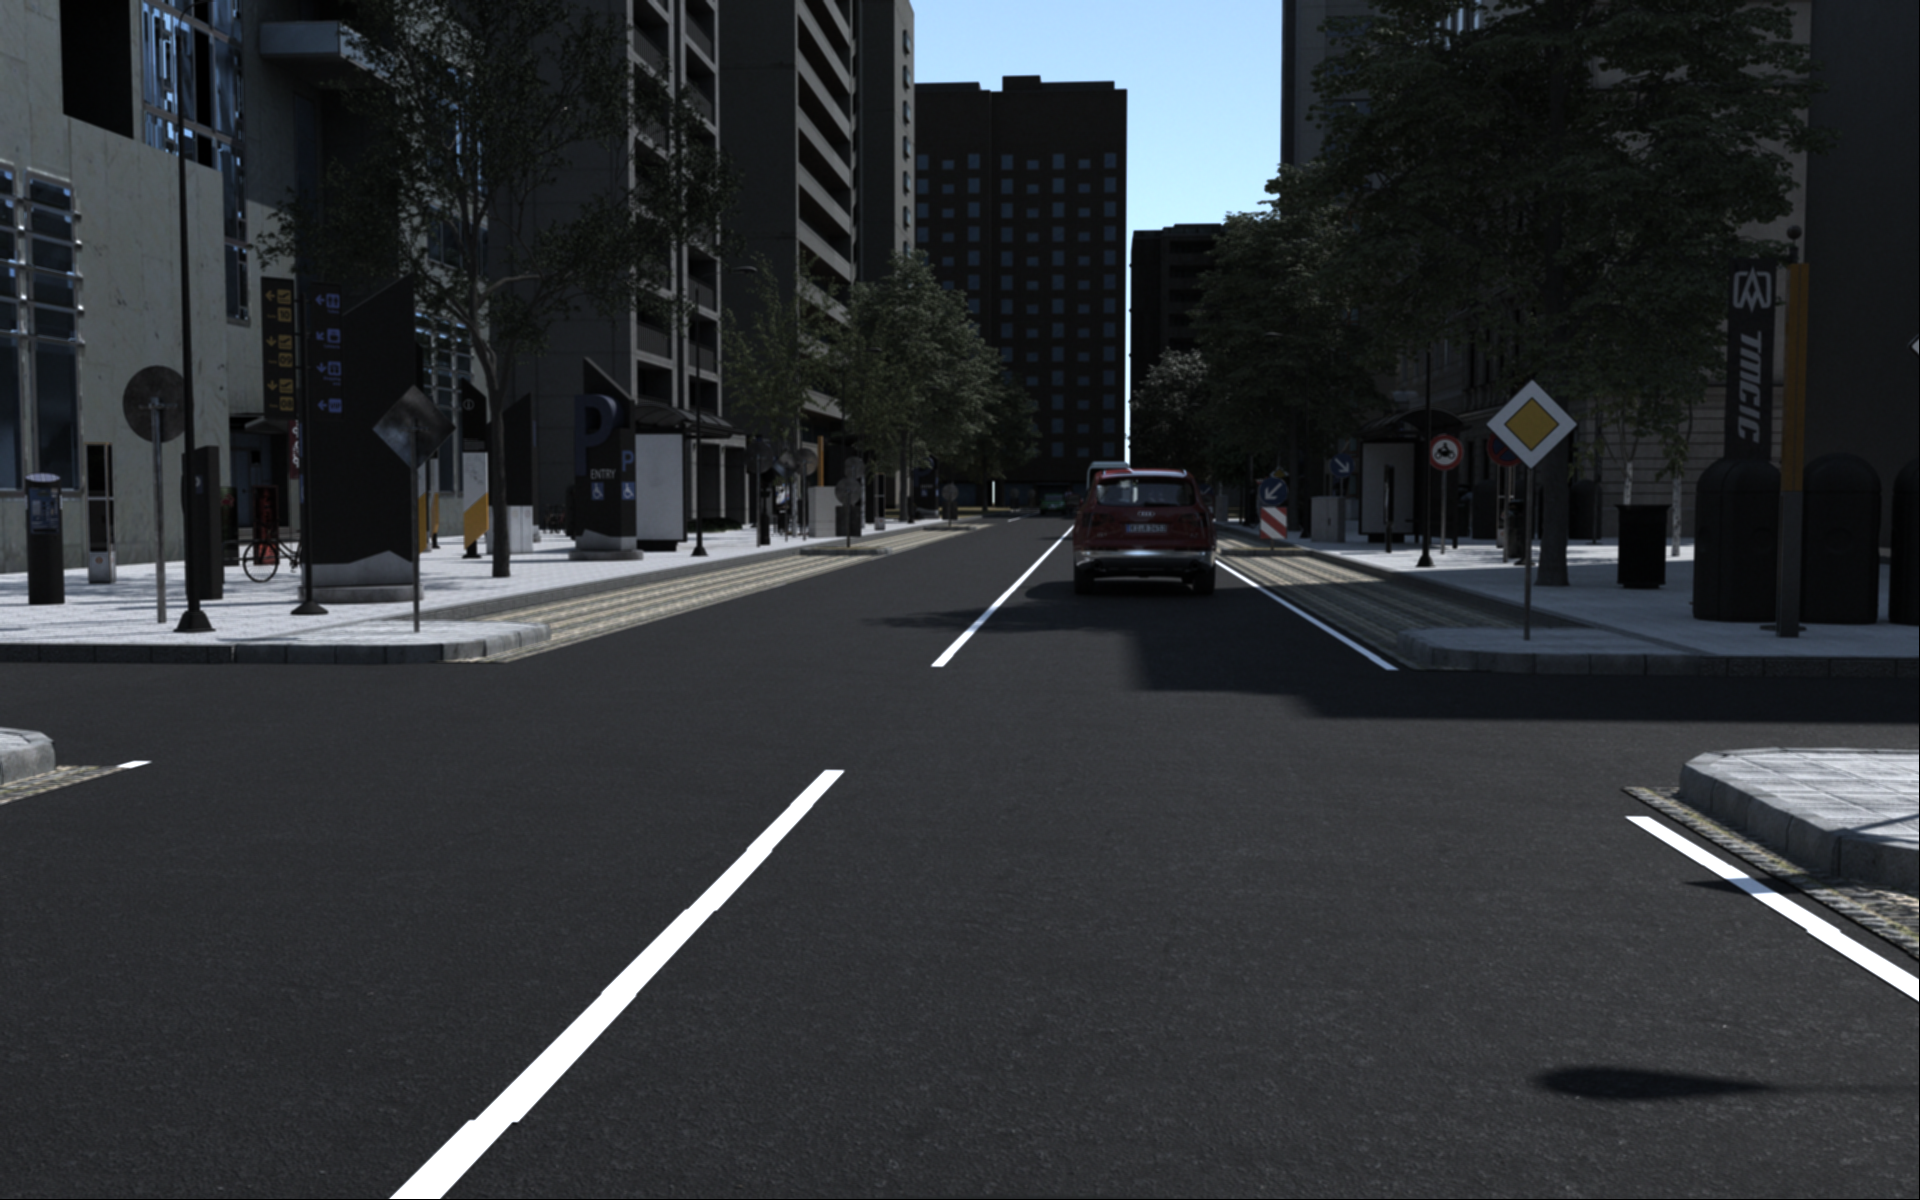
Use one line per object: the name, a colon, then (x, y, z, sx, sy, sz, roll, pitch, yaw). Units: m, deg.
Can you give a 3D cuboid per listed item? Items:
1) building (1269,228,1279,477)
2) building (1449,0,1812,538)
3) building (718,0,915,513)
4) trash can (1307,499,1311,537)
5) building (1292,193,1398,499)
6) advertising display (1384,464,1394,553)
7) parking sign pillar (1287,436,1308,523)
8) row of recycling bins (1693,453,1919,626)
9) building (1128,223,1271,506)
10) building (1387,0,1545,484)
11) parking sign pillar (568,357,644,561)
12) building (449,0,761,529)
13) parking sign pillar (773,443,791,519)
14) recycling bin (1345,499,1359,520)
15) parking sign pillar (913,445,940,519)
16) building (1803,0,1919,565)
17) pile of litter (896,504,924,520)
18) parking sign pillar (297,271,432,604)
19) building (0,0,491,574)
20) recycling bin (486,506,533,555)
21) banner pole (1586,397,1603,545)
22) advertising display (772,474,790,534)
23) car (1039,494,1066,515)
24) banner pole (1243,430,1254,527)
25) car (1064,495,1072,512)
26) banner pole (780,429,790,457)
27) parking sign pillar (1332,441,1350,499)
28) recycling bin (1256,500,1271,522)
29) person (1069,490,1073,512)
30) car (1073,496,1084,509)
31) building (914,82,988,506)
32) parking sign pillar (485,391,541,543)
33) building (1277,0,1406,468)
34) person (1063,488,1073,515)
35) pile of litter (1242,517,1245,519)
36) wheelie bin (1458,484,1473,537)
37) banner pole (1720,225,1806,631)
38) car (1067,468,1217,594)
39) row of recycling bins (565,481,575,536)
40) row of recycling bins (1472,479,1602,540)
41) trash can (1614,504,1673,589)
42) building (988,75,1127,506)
building: (39.455, -25.344, 186.083, 14.107, 30.474, 14.160, 0, 4, 5)
building: (23.765, -11.900, 59.187, 10.561, 19.102, 19.286, 0, 4, 5)
building: (-15.521, -32.146, 149.285, 21.600, 48.544, 21.300, 0, 4, 5)
trash can: (10.570, -2.432, 51.419, 0.748, 1.137, 0.748, 0, 3, 0)
building: (37.108, -16.384, 112.924, 27.650, 21.520, 28.899, 0, 4, 5)
advertising display: (9.402, -2.004, 37.982, 0.123, 1.923, 0.974, 1, 4, 9)
parking sign pillar: (14.887, -5.346, 75.871, 1.447, 3.967, 1.447, 0, 4, -3)
row of recycling bins: (9.244, -0.620, 17.253, 3.534, 1.692, 1.069, 1, 4, 14)
building: (25.446, -25.452, 187.838, 14.107, 30.474, 14.160, 0, 4, 5)
building: (27.730, -17.895, 78.488, 13.634, 28.700, 20.117, 0, 4, 5)
parking sign pillar: (-6.916, -2.767, 33.719, 1.447, 3.967, 1.447, 3, 4, 36)
building: (-19.077, -38.771, 72.150, 20.563, 71.187, 20.611, 0, 4, 5)
parking sign pillar: (-9.327, -6.131, 88.709, 1.447, 3.967, 1.447, 0, 4, -5)
recycling bin: (19.261, -4.430, 84.977, 0.722, 1.027, 0.722, -1, 4, -20)
parking sign pillar: (-1.770, -6.165, 89.272, 1.447, 3.967, 1.447, 1, 4, 23)
building: (28.476, -14.274, 26.886, 24.014, 27.812, 14.314, 0, 4, 5)
pile of litter: (-2.545, -4.457, 86.840, 1.719, 0.858, 1.176, -1, 4, -16)
parking sign pillar: (-7.225, -1.977, 20.789, 1.447, 3.967, 1.447, -3, 5, -39)
building: (-25.440, -44.384, 38.353, 22.319, 86.520, 31.000, 0, 4, 5)
recycling bin: (-9.644, -1.500, 37.073, 0.722, 1.027, 0.722, 2, 4, 32)
banner pole: (16.134, -3.289, 43.798, 0.401, 3.779, 0.863, 0, 4, 8)
advertising display: (-5.831, -3.136, 56.482, 0.123, 1.923, 0.974, 2, 4, 23)
car: (6.491, -6.791, 119.831, 1.959, 1.807, 4.718, 0, 4, 6)
banner pole: (11.286, -4.725, 67.274, 0.401, 3.779, 0.863, 0, 4, -4)
car: (8.347, -7.958, 142.685, 1.945, 1.354, 3.894, 0, 4, 6)
banner pole: (-6.744, -4.673, 66.422, 0.401, 3.779, 0.863, -3, 4, -36)
parking sign pillar: (19.209, -6.047, 87.333, 1.447, 3.967, 1.447, 2, 4, 34)
recycling bin: (13.696, -4.053, 78.814, 0.722, 1.027, 0.722, -1, 4, -19)
person: (8.533, -7.749, 135.720, 0.750, 1.759, 0.617, -2, 4, -30)
car: (10.002, -8.657, 153.899, 2.083, 1.381, 4.827, 0, 4, 6)
building: (-3.353, -32.963, 189.063, 14.200, 45.320, 14.600, 0, 4, 5)
parking sign pillar: (-11.869, -3.511, 45.878, 1.447, 3.967, 1.447, 1, 4, 10)
building: (36.707, -36.616, 140.668, 21.231, 58.520, 28.212, 0, 4, 5)
person: (7.306, -6.639, 116.921, 0.709, 1.838, 0.599, 1, 4, 9)
pile of litter: (14.993, -4.498, 87.505, 1.176, 0.858, 1.719, -1, 4, -22)
wheelie bin: (14.992, -2.691, 51.900, 0.980, 1.594, 0.693, 1, 4, 19)
banner pole: (7.547, -1.604, 16.237, 0.863, 3.779, 0.401, 0, 4, -5)
car: (2.753, -1.081, 26.352, 2.281, 1.827, 5.304, 0, 4, 4)
row of recycling bins: (-10.491, -2.778, 52.528, 3.534, 1.692, 1.069, 2, 4, 25)
row of recycling bins: (16.356, -2.565, 49.057, 3.534, 1.692, 1.069, 0, 4, 4)
trash can: (9.263, -0.726, 23.519, 0.748, 1.137, 0.748, 0, 3, 0)
building: (10.868, -32.938, 188.643, 14.200, 45.320, 14.600, 0, 4, 5)
